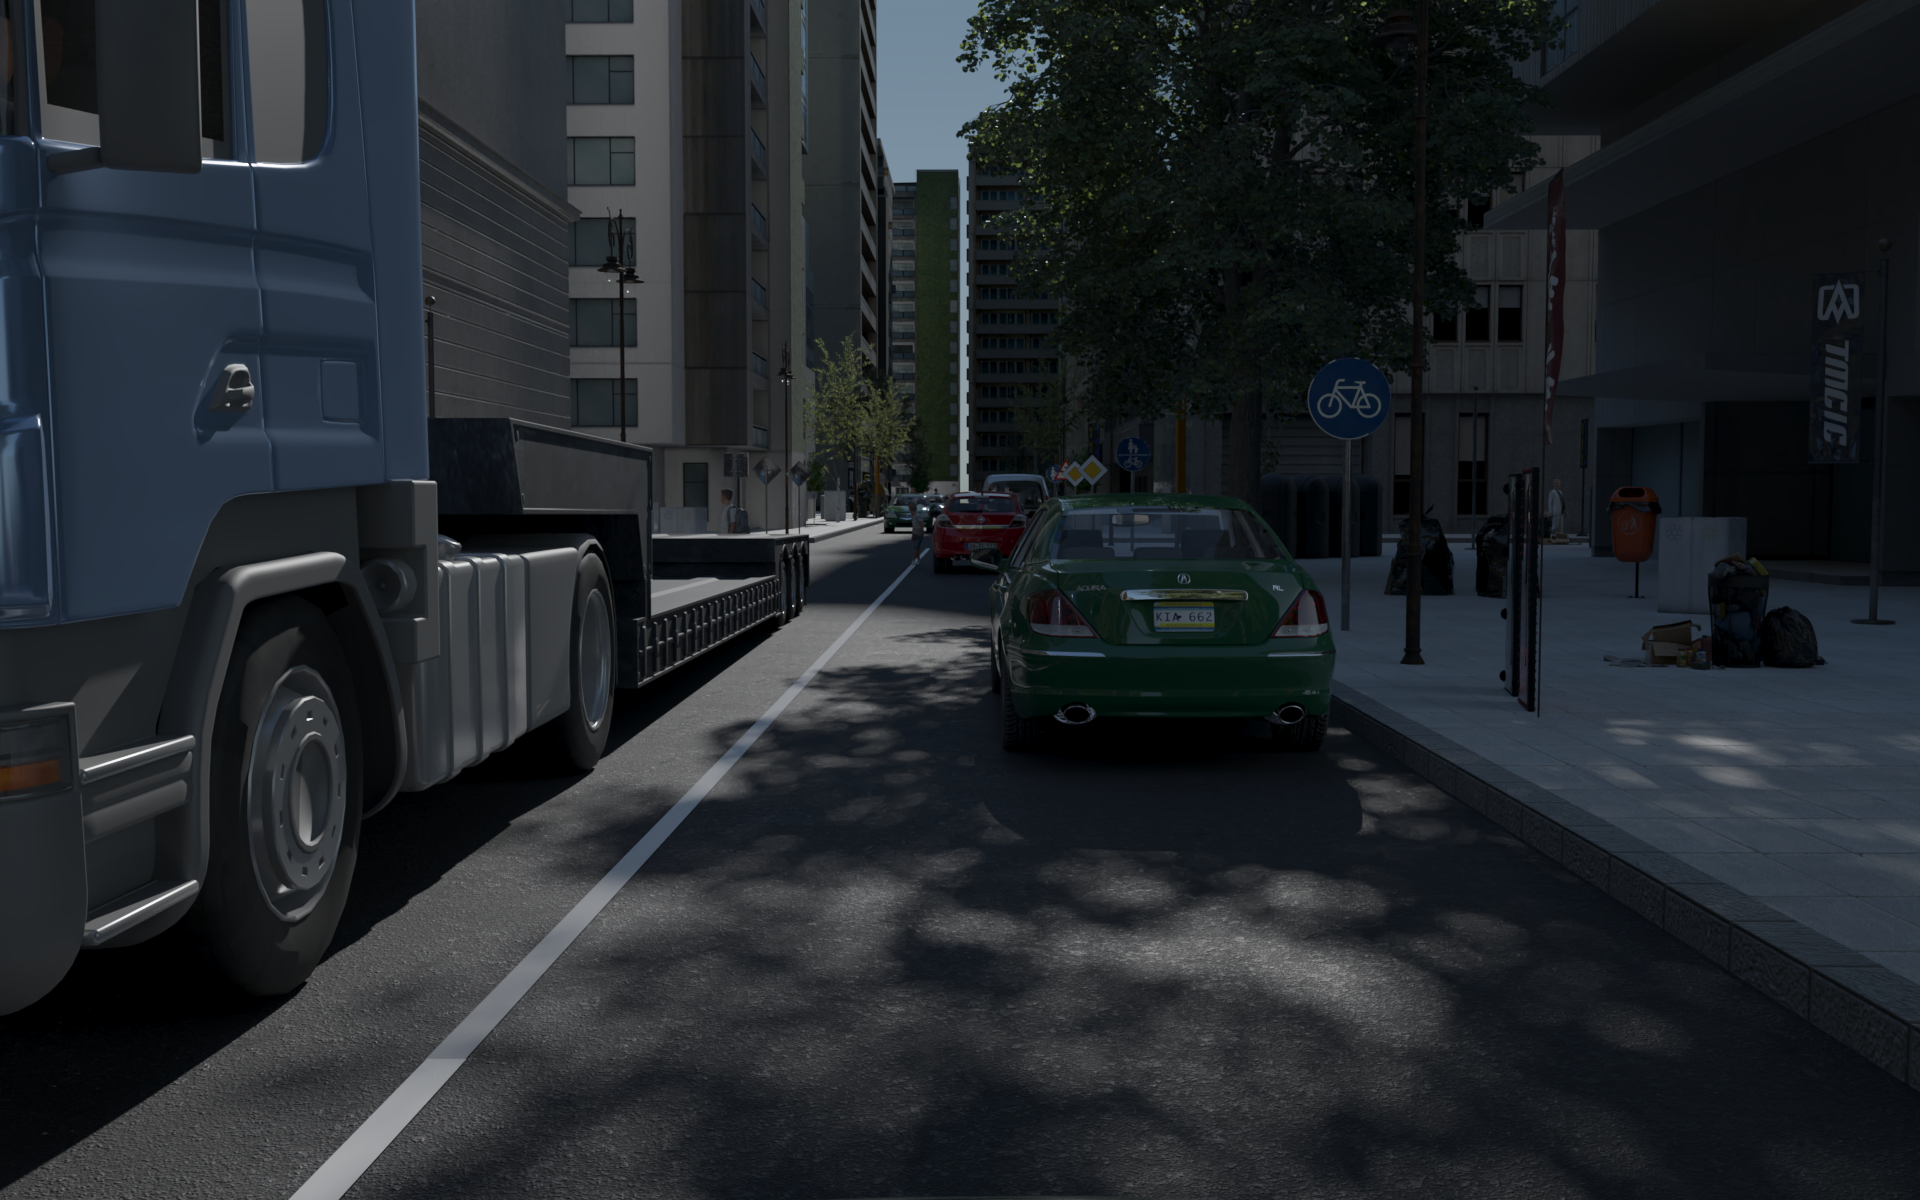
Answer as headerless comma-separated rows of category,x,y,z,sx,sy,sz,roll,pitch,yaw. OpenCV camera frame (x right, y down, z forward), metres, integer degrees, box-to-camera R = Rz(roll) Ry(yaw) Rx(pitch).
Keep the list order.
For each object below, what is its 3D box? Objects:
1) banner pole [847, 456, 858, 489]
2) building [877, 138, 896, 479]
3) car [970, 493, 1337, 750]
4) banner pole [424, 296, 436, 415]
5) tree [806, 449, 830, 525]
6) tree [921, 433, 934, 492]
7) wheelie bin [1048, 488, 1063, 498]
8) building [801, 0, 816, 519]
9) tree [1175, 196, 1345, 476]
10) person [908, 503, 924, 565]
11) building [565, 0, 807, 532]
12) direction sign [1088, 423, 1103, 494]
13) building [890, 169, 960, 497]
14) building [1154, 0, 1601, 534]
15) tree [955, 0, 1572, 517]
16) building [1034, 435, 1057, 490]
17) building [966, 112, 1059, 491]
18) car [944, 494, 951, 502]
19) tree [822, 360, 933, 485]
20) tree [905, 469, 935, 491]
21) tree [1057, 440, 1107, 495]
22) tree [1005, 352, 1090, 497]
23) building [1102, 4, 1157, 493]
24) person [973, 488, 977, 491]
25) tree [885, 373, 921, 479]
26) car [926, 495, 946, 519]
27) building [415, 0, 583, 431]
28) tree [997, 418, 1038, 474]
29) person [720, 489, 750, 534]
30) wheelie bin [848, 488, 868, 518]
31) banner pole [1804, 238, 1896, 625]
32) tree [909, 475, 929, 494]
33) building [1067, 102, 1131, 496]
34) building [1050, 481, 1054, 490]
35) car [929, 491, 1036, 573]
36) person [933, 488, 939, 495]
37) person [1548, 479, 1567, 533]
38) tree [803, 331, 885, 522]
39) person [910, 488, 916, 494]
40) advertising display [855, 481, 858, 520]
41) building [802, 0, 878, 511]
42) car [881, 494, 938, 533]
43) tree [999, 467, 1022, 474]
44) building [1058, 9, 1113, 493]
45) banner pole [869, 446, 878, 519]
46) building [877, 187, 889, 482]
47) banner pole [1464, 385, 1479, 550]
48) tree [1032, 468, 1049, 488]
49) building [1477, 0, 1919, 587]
banner pole,-6.942,-7.535,113.206,0.863,3.779,0.401,0,4,7
building,-19.045,-30.117,184.297,23.993,40.220,32.217,0,4,1
car,1.131,0.042,11.116,2.131,1.459,4.920,0,4,0
banner pole,-6.825,-1.946,21.828,0.401,3.779,0.863,2,4,31
tree,-5.992,-4.739,72.091,1.663,3.219,1.824,0,3,0
tree,-4.530,-14.374,185.375,4.360,8.622,3.978,0,3,0
wheelie bin,5.159,-5.225,93.342,0.693,1.594,0.980,-3,4,-38
building,-18.799,-47.837,94.814,22.319,86.520,31.000,0,4,1
tree,7.029,-5.506,40.390,4.360,8.622,3.978,0,3,0
person,-0.877,-1.331,34.945,0.352,1.250,0.332,1,4,8
building,-13.200,-23.068,60.764,14.154,41.232,14.086,0,4,1
direction sign,4.278,-3.874,55.330,0.379,3.537,0.876,-1,4,-18
building,-6.962,-32.852,220.720,14.086,41.232,14.154,0,4,1
building,17.369,-14.819,60.316,19.932,24.808,12.078,0,4,1
tree,4.110,-7.246,25.134,9.857,13.997,8.962,0,3,0
building,19.522,-53.221,182.837,22.319,86.520,31.000,0,4,1
building,11.661,-36.666,223.183,21.600,48.544,21.300,0,4,1
car,-0.923,-10.384,181.775,2.014,1.417,4.499,0,3,0
tree,-5.301,-11.353,120.036,7.601,10.594,8.767,2,4,28
tree,-4.579,-13.219,199.837,4.285,4.588,4.351,0,3,0
tree,4.569,-4.148,62.419,1.663,3.219,1.824,0,3,0
tree,4.616,-8.366,87.151,4.737,8.622,4.395,0,3,0
building,14.562,-17.578,80.916,14.314,27.812,24.014,0,4,1
person,0.673,-4.739,86.818,0.643,1.720,0.563,2,4,32
tree,-4.705,-9.503,105.741,4.360,8.622,3.978,0,3,0
car,-1.519,-4.783,90.202,2.014,1.417,4.499,0,4,2
building,-20.673,-11.763,34.132,24.055,21.916,13.314,0,4,1
tree,5.388,-13.022,163.268,4.360,8.622,3.978,0,3,0
person,-3.331,-0.855,25.079,0.503,1.515,0.523,3,5,43
wheelie bin,-5.355,-5.228,93.389,0.980,1.594,0.693,-3,4,-38
banner pole,8.854,-1.661,17.177,0.863,3.779,0.401,2,4,33
tree,-4.098,-10.942,173.504,1.663,3.219,1.824,0,3,0
building,17.253,-18.681,109.956,19.350,26.468,34.151,0,4,1
building,18.865,-43.948,156.801,20.563,71.187,20.611,0,4,1
car,0.461,-1.458,32.876,2.155,1.783,4.494,0,4,2
person,-1.397,-6.023,107.319,0.599,1.781,0.374,1,4,18
person,16.280,-2.390,47.454,0.818,1.842,0.514,2,4,28
tree,-5.551,-7.832,78.413,4.360,8.622,3.978,0,3,0
person,-3.011,-6.277,111.102,0.573,1.828,0.580,-3,5,-44
advertising display,-5.125,-4.913,85.546,0.123,1.923,0.974,0,4,1
building,-17.835,-31.426,137.514,21.300,48.544,21.600,0,4,1
car,-1.883,-3.279,65.418,2.131,1.459,4.920,0,4,1
tree,5.908,-13.489,204.266,4.285,4.588,4.351,0,3,0
building,14.964,-27.942,140.444,14.154,41.232,14.086,0,4,1
banner pole,-4.537,-6.076,89.357,0.401,3.779,0.863,1,4,17
building,-13.779,-23.520,156.250,14.160,30.474,14.107,0,4,1
banner pole,11.899,-3.064,40.106,0.401,3.779,0.863,1,4,12
tree,5.745,-8.221,129.021,1.663,3.219,1.824,0,3,0
building,23.847,-26.437,21.484,28.713,52.752,27.495,0,4,1
